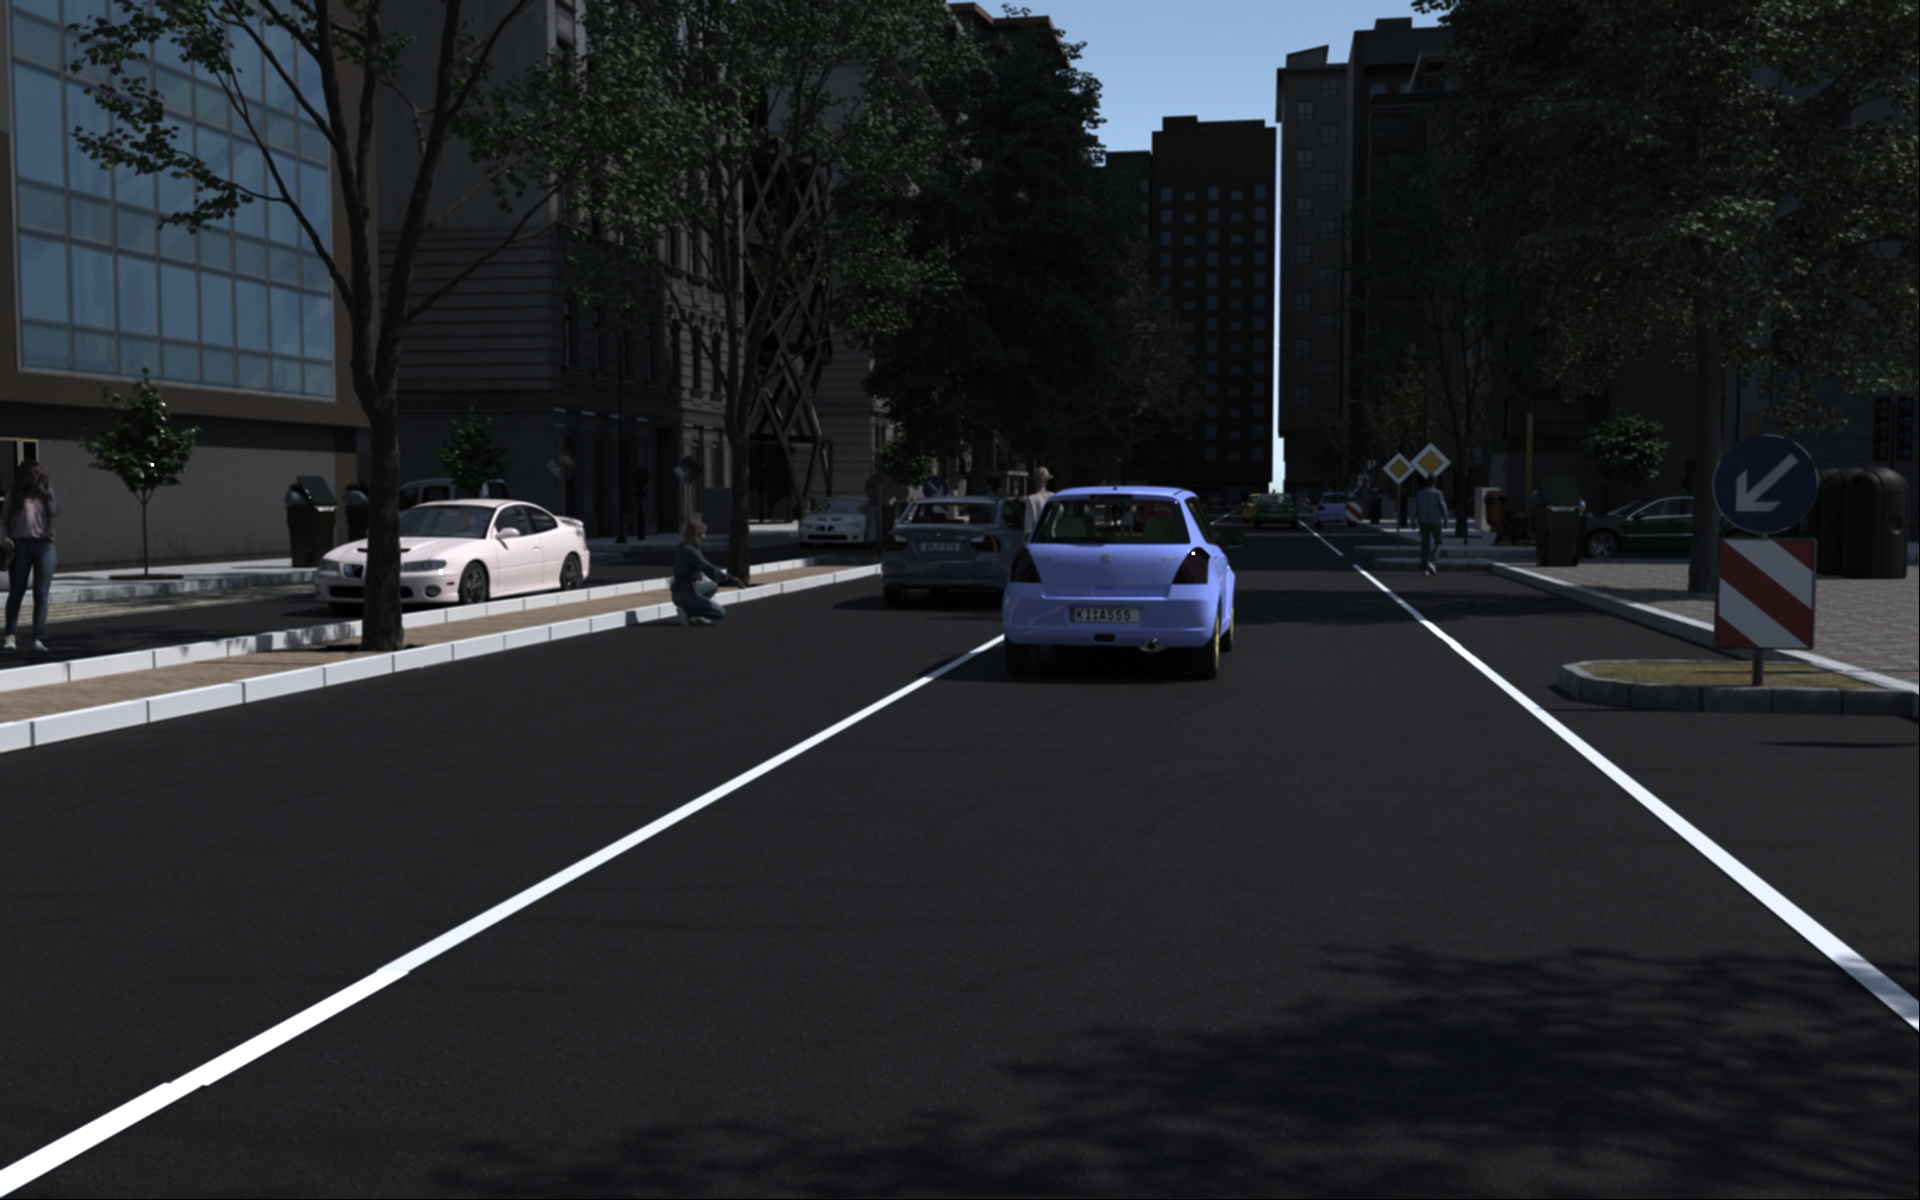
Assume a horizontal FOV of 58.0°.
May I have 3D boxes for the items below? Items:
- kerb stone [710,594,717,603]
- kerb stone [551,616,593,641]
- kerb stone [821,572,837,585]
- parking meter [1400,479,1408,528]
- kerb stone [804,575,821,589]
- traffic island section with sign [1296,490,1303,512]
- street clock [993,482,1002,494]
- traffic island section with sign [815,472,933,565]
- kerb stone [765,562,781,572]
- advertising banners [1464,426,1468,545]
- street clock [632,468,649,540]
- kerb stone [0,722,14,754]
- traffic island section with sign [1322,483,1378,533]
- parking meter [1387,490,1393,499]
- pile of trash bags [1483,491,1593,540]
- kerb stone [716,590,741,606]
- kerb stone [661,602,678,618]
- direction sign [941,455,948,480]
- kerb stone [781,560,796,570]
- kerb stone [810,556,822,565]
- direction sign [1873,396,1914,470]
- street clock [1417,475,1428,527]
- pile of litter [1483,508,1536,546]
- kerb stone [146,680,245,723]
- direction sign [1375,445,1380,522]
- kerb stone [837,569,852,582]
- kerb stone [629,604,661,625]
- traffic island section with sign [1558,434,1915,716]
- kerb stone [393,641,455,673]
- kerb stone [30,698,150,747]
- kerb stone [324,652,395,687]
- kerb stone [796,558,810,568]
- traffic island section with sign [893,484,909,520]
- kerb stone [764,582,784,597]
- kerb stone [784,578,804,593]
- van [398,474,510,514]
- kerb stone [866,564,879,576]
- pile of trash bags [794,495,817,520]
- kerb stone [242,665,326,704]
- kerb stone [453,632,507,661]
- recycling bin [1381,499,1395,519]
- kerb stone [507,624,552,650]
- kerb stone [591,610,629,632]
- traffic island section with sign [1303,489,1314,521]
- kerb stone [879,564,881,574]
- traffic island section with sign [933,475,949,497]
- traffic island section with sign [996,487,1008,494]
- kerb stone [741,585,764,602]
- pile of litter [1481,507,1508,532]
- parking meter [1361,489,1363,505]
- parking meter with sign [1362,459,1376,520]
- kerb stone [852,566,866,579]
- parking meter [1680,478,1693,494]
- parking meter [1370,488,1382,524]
[{"bbox_3d":[-3.252,0.049,21.401,0.120,0.150,1.000,1,4,10],"label":"kerb stone"},{"bbox_3d":[-3.958,0.297,17.369,0.120,0.150,1.000,1,4,10],"label":"kerb stone"},{"bbox_3d":[-2.178,-0.316,27.462,0.120,0.150,1.000,1,4,10],"label":"kerb stone"},{"bbox_3d":[16.914,-3.686,65.970,0.255,1.863,0.399,1,4,13],"label":"parking meter"},{"bbox_3d":[-2.351,-0.260,26.448,0.120,0.150,1.000,1,4,10],"label":"kerb stone"},{"bbox_3d":[28.173,-8.133,141.598,1.989,1.847,2.006,1,4,10],"label":"traffic island section with sign"},{"bbox_3d":[2.307,-6.227,106.387,0.471,2.002,0.358,-1,4,-12],"label":"street clock"},{"bbox_3d":[-1.779,-1.684,35.677,2.006,1.907,1.989,1,4,10],"label":"traffic island section with sign"},{"bbox_3d":[-3.533,-0.590,31.837,0.120,0.150,1.000,1,4,10],"label":"kerb stone"},{"bbox_3d":[12.881,-2.927,44.039,0.090,3.025,2.074,1,4,16],"label":"advertising banners"},{"bbox_3d":[-8.876,-2.665,48.149,0.471,2.002,0.358,-1,4,-14],"label":"street clock"},{"bbox_3d":[-5.391,0.793,9.290,0.120,0.150,1.000,1,4,10],"label":"kerb stone"},{"bbox_3d":[14.762,-3.485,65.613,1.989,1.847,2.006,1,4,10],"label":"traffic island section with sign"},{"bbox_3d":[27.486,-6.253,110.644,0.372,1.533,0.369,0,3,0],"label":"parking meter"},{"bbox_3d":[15.267,-2.221,46.058,3.447,1.369,1.912,-2,4,-29],"label":"pile of trash bags"},{"bbox_3d":[-3.076,-0.013,22.408,0.120,0.150,1.000,1,4,10],"label":"kerb stone"},{"bbox_3d":[-3.420,0.113,20.388,0.120,0.150,1.000,1,4,10],"label":"kerb stone"},{"bbox_3d":[-0.892,-6.462,97.649,0.379,3.537,0.876,-2,4,-24],"label":"direction sign"},{"bbox_3d":[-3.353,-0.652,32.852,0.120,0.150,1.000,1,4,10],"label":"kerb stone"},{"bbox_3d":[-3.008,-0.772,34.872,0.120,0.150,1.000,1,4,10],"label":"kerb stone"},{"bbox_3d":[21.636,-2.949,40.216,0.379,3.537,0.876,-3,4,-36],"label":"direction sign"},{"bbox_3d":[17.767,-3.782,66.413,0.358,2.002,0.471,-2,4,-24],"label":"street clock"},{"bbox_3d":[13.969,-1.766,42.839,1.719,0.858,1.176,1,4,11],"label":"pile of litter"},{"bbox_3d":[-5.030,0.671,11.308,0.120,0.150,1.000,1,4,10],"label":"kerb stone"},{"bbox_3d":[19.103,-5.351,79.484,0.379,3.537,0.876,1,4,12],"label":"direction sign"},{"bbox_3d":[-1.989,-0.384,28.478,0.120,0.150,1.000,1,4,10],"label":"kerb stone"},{"bbox_3d":[-3.601,0.173,19.382,0.120,0.150,1.000,1,4,10],"label":"kerb stone"},{"bbox_3d":[5.363,-0.223,12.270,1.989,1.847,2.006,1,4,10],"label":"traffic island section with sign"},{"bbox_3d":[-4.493,0.480,14.342,0.120,0.150,1.000,1,4,10],"label":"kerb stone"},{"bbox_3d":[-5.208,0.732,10.301,0.120,0.150,1.000,1,4,10],"label":"kerb stone"},{"bbox_3d":[-4.672,0.542,13.328,0.120,0.150,1.000,1,4,10],"label":"kerb stone"},{"bbox_3d":[-3.173,-0.714,33.863,0.120,0.150,1.000,1,4,10],"label":"kerb stone"},{"bbox_3d":[-2.388,-3.670,68.637,1.989,1.847,2.006,1,4,10],"label":"traffic island section with sign"},{"bbox_3d":[-2.717,-0.132,24.420,0.120,0.150,1.000,1,4,10],"label":"kerb stone"},{"bbox_3d":[-2.525,-0.197,25.438,0.120,0.150,1.000,1,4,10],"label":"kerb stone"},{"bbox_3d":[-13.068,-2.157,42.282,4.112,2.044,2.013,1,4,8],"label":"van"},{"bbox_3d":[-1.648,-0.508,30.493,0.120,0.150,1.000,1,4,10],"label":"kerb stone"},{"bbox_3d":[-7.907,-4.596,84.903,1.912,1.369,3.447,-1,4,-21],"label":"pile of trash bags"},{"bbox_3d":[-4.847,0.604,12.315,0.120,0.150,1.000,1,4,10],"label":"kerb stone"},{"bbox_3d":[-4.314,0.419,15.349,0.120,0.150,1.000,1,4,10],"label":"kerb stone"},{"bbox_3d":[22.499,-4.810,91.200,0.722,1.027,0.722,1,4,23],"label":"recycling bin"},{"bbox_3d":[-4.139,0.358,16.358,0.120,0.150,1.000,1,4,10],"label":"kerb stone"},{"bbox_3d":[-3.775,0.235,18.375,0.120,0.150,1.000,1,4,10],"label":"kerb stone"},{"bbox_3d":[19.504,-5.125,92.421,1.989,1.847,2.006,1,4,10],"label":"traffic island section with sign"},{"bbox_3d":[-1.459,-0.569,31.502,0.120,0.150,1.000,1,4,10],"label":"kerb stone"},{"bbox_3d":[-0.483,-2.131,42.971,2.006,1.907,1.989,1,4,10],"label":"traffic island section with sign"},{"bbox_3d":[2.306,-5.294,95.186,1.989,1.847,2.006,1,4,10],"label":"traffic island section with sign"},{"bbox_3d":[-2.890,-0.069,23.413,0.120,0.150,1.000,1,4,10],"label":"kerb stone"},{"bbox_3d":[18.392,-2.719,58.417,1.719,0.858,1.176,2,4,25],"label":"pile of litter"},{"bbox_3d":[21.762,-5.181,93.115,0.372,1.533,0.369,0,3,0],"label":"parking meter"},{"bbox_3d":[20.653,-5.584,87.557,0.543,3.016,1.738,0,4,4],"label":"parking meter with sign"},{"bbox_3d":[-1.816,-0.446,29.485,0.120,0.150,1.000,1,4,10],"label":"kerb stone"},{"bbox_3d":[26.054,-3.452,62.145,0.255,1.863,0.399,0,4,-8],"label":"parking meter"},{"bbox_3d":[17.995,-4.078,75.087,0.372,1.533,0.369,0,3,0],"label":"parking meter"}]
